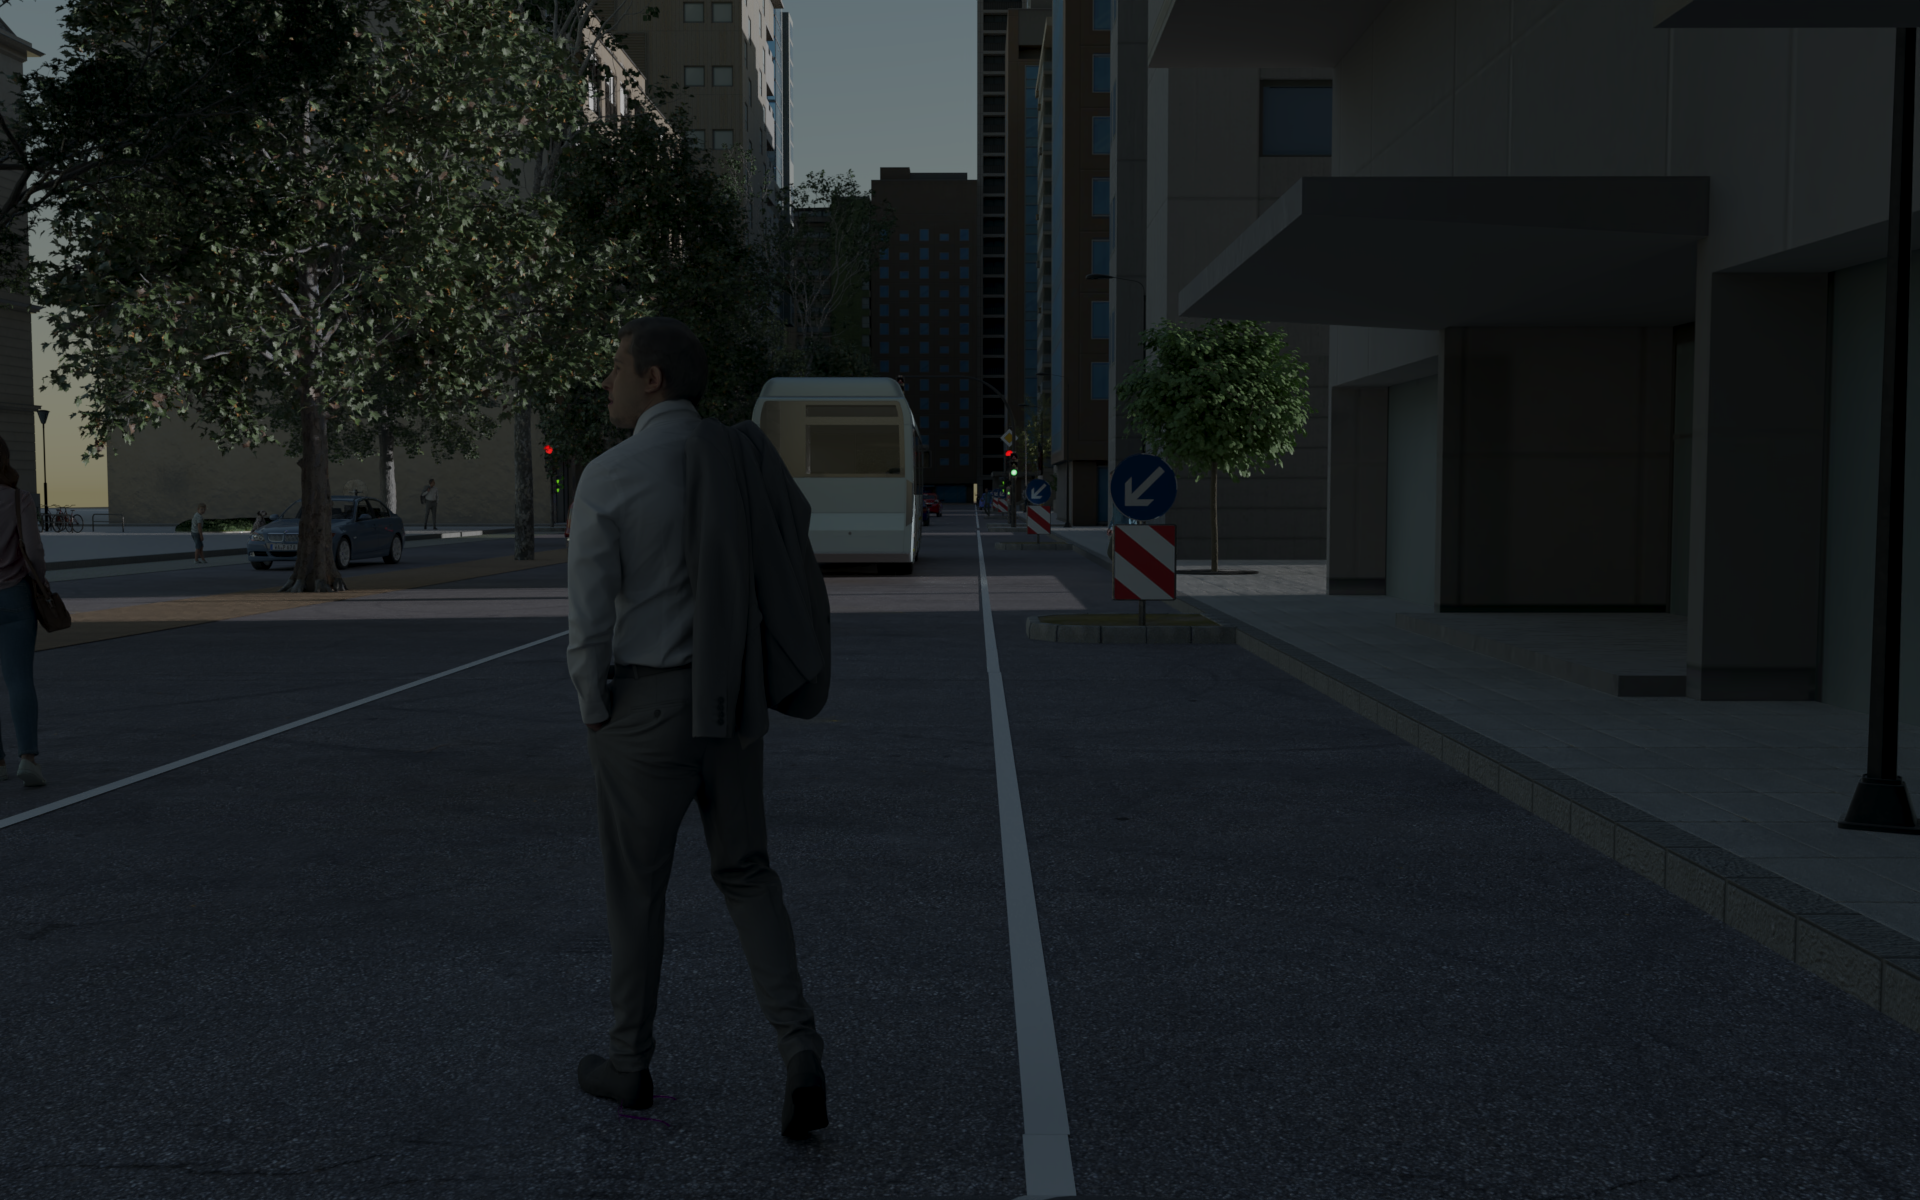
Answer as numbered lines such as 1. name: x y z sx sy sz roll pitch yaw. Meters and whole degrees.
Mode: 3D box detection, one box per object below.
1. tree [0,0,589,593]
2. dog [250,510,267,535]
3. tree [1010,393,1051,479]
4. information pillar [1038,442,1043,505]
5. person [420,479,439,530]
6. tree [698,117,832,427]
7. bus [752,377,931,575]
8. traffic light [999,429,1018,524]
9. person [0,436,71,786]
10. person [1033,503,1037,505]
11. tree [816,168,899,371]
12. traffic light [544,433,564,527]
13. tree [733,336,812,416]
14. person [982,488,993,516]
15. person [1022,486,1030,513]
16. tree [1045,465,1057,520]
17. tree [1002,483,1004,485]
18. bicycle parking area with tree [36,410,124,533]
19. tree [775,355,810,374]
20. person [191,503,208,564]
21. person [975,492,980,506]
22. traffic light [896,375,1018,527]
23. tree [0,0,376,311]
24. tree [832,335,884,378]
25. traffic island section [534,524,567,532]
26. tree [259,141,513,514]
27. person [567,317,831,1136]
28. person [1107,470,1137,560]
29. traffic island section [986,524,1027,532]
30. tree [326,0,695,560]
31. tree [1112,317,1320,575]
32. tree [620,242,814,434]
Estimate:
1. tree: -9.467 -6.469 25.226 9.611 12.733 9.660 0 3 0
2. dog: -20.349 -2.198 50.315 0.513 0.831 0.800 -1 4 -15
3. tree: 5.520 -10.571 123.190 4.737 8.622 4.395 0 3 0
4. information pillar: 3.607 -5.286 77.783 0.183 3.616 0.504 -1 4 -15
5. person: -19.154 -3.450 62.551 0.679 1.850 0.850 -3 5 -40
6. tree: -8.963 -7.927 49.065 9.611 12.733 9.660 0 3 0
7. bus: -2.078 -2.391 33.952 2.948 3.499 13.247 0 4 -1
8. traffic light: 2.105 -5.238 74.554 0.839 4.253 0.868 0 4 0
9. person: -4.729 0.033 8.547 0.593 1.750 0.643 -1 4 -18
10. person: 4.944 -6.418 111.727 0.466 1.731 0.760 1 4 12
11. tree: -9.998 -14.401 93.795 12.611 20.169 13.585 0 3 0
12. traffic light: -15.721 -4.757 66.699 0.839 4.253 0.868 0 4 0
13. tree: -8.575 -7.824 80.738 4.360 8.622 3.978 0 3 0
14. person: 1.665 -5.830 104.161 0.601 1.785 0.444 3 4 38
15. person: 4.456 -6.676 115.035 0.661 1.843 0.795 0 4 0
16. tree: 5.381 -5.682 87.506 1.663 3.219 1.824 0 3 0
17. tree: 5.411 -13.416 213.957 1.663 3.219 1.824 0 3 0
18. bicycle parking area with tree: -32.726 -4.282 57.020 8.231 4.147 9.016 -3 5 -44
19. tree: -8.458 -8.108 85.377 4.737 8.622 4.395 0 3 0
20. person: -15.621 -1.370 35.578 0.352 1.250 0.332 0 4 5
21. person: 2.068 -12.030 205.998 0.445 1.727 0.742 2 4 35
22. traffic light: -0.053 -5.613 66.445 4.771 5.953 1.251 0 4 0
23. tree: -9.532 -4.877 16.601 8.767 10.594 7.601 0 4 0
24. tree: -8.863 -12.477 123.468 9.611 12.733 9.660 0 3 0
25. traffic island section: -15.761 -2.725 66.834 2.009 0.180 2.903 0 4 0
26. tree: -18.874 -9.156 56.362 9.857 13.997 8.962 0 3 0
27. person: -0.584 0.285 3.949 0.679 1.850 0.850 -3 5 -42
28. person: 2.395 -1.013 25.402 0.444 1.785 0.601 -1 4 -9
29. traffic island section: 2.079 -2.716 66.683 2.009 0.180 2.903 0 4 0
30. tree: -10.612 -10.967 37.660 12.611 20.169 13.585 0 3 0
31. tree: 4.132 -2.714 28.093 4.285 4.588 4.351 0 3 0
32. tree: -9.065 -7.521 59.844 8.767 10.594 7.601 0 4 0
